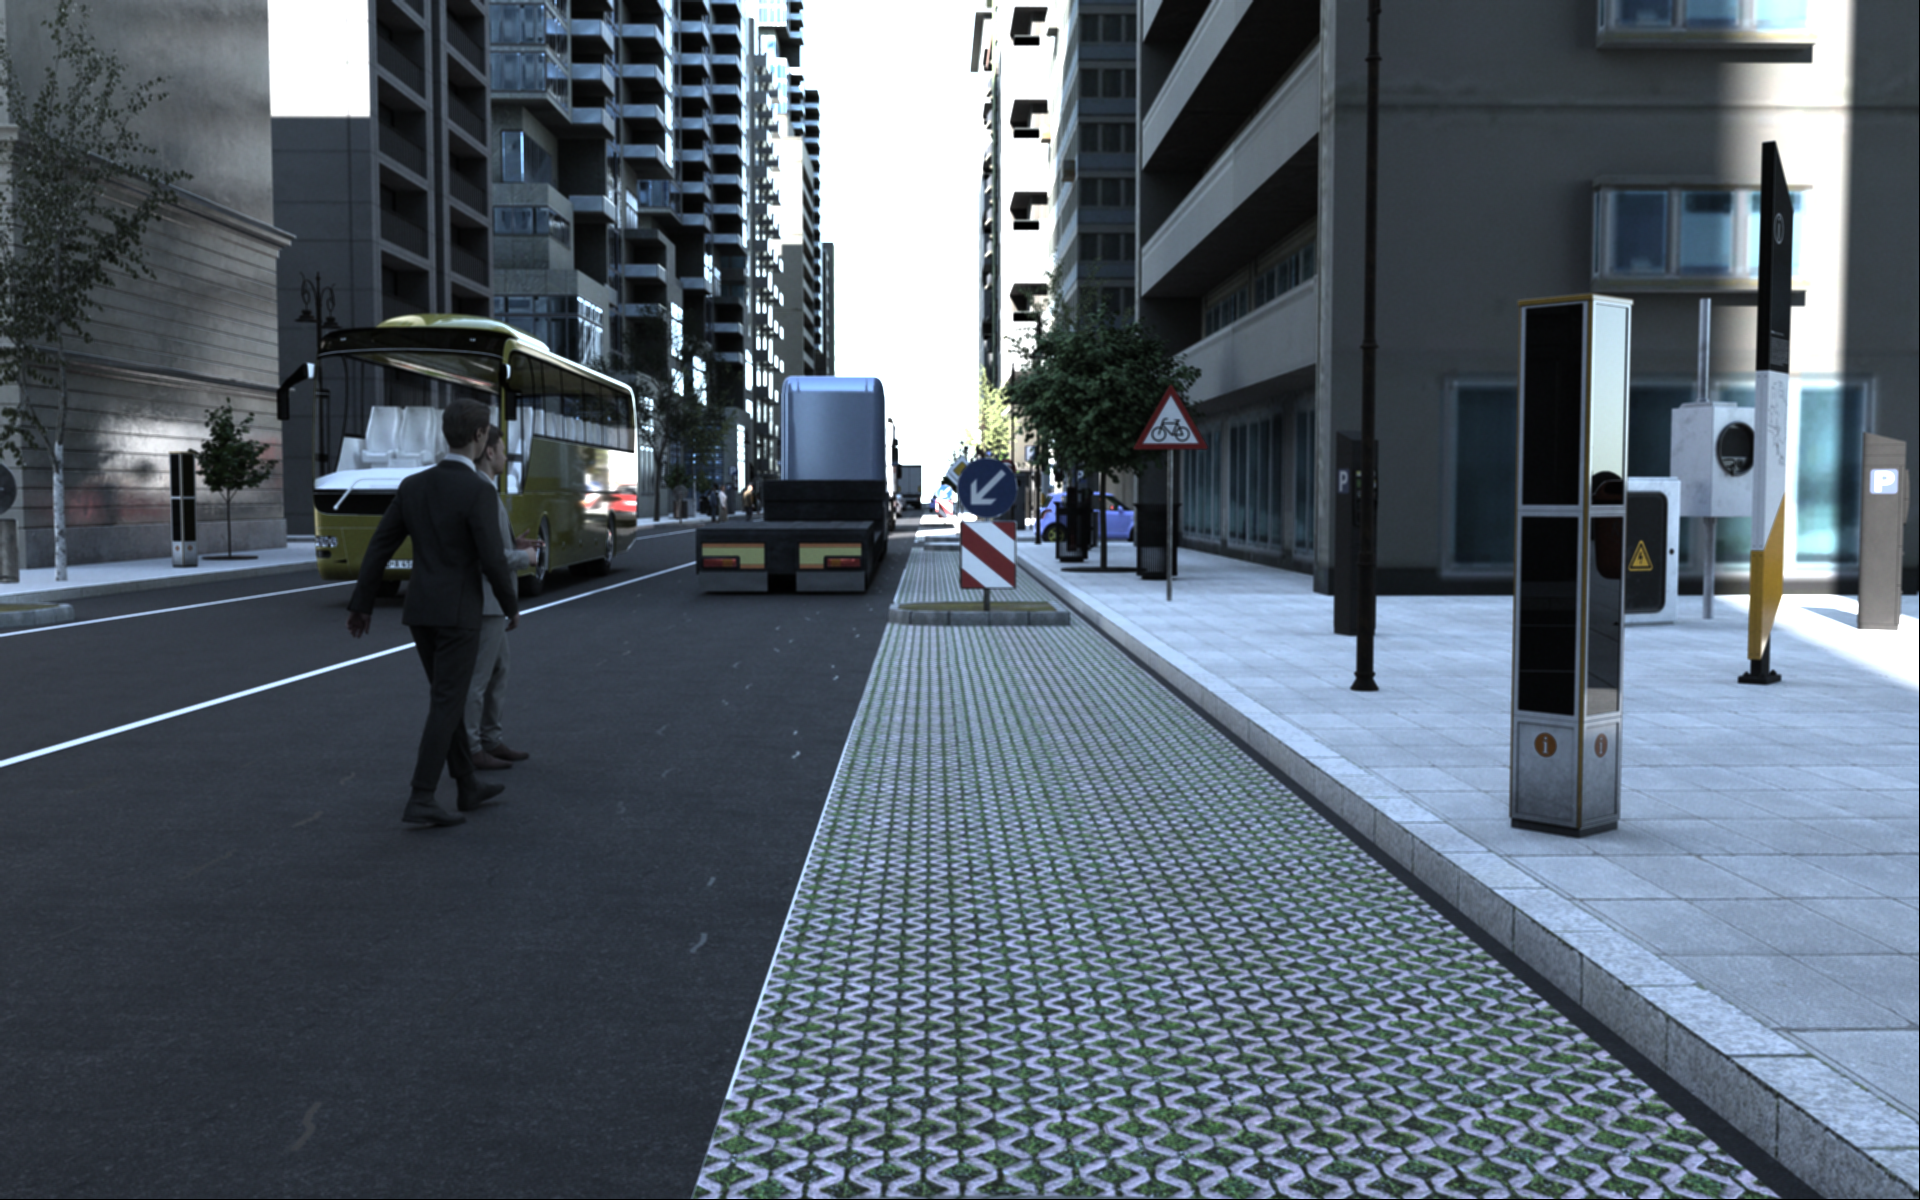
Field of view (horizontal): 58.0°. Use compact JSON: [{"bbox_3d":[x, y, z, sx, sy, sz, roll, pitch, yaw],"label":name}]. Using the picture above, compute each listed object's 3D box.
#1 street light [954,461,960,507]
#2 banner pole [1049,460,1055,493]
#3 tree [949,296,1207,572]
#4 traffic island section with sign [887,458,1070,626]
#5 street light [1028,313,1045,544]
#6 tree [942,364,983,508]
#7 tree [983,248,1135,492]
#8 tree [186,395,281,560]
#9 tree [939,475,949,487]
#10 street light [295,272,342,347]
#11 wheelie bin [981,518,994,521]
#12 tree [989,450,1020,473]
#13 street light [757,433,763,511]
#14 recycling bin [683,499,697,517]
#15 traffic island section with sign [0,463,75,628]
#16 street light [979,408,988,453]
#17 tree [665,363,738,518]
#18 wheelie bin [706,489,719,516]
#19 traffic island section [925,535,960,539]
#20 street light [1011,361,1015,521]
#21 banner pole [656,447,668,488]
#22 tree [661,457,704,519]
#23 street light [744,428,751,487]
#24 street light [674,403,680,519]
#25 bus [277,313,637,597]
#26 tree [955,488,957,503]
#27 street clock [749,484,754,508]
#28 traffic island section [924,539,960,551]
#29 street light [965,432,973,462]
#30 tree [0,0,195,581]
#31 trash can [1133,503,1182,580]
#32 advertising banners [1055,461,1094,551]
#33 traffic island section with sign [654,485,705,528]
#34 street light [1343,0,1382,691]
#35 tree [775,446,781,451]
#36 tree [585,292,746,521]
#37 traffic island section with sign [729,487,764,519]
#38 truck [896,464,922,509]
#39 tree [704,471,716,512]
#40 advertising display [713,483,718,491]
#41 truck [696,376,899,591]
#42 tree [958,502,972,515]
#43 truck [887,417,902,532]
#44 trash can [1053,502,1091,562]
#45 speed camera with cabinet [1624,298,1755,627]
[{"bbox_3d":[-0.068,-12.118,170.910,0.468,5.910,1.993,0,4,-1],"label":"street light"},{"bbox_3d":[5.074,-6.601,97.944,0.863,3.779,0.401,1,4,14],"label":"banner pole"},{"bbox_3d":[2.380,-2.768,28.977,4.285,4.588,4.351,0,3,0],"label":"tree"},{"bbox_3d":[0.180,-0.672,19.616,1.989,1.847,2.006,0,4,-1],"label":"traffic island section with sign"},{"bbox_3d":[2.004,-4.374,44.297,0.468,5.910,1.993,0,4,-1],"label":"street light"},{"bbox_3d":[1.624,-8.975,97.103,4.737,8.622,4.395,0,3,0],"label":"tree"},{"bbox_3d":[3.452,-6.271,52.901,4.737,8.622,4.395,0,3,0],"label":"tree"},{"bbox_3d":[-14.383,-2.411,34.023,1.663,3.219,1.824,0,3,0],"label":"tree"},{"bbox_3d":[-1.269,-16.324,250.606,4.285,4.588,4.351,0,3,0],"label":"tree"},{"bbox_3d":[-13.345,-3.877,36.178,0.468,5.910,1.993,0,4,-1],"label":"street light"},{"bbox_3d":[1.350,-4.500,81.487,0.980,1.594,0.693,0,4,3],"label":"wheelie bin"},{"bbox_3d":[1.927,-4.973,75.910,1.663,3.219,1.824,0,3,0],"label":"tree"},{"bbox_3d":[-14.909,-9.564,129.157,0.468,5.910,1.993,0,4,-1],"label":"street light"},{"bbox_3d":[-15.239,-5.203,97.629,0.722,1.027,0.722,0,4,-4],"label":"recycling bin"},{"bbox_3d":[-11.086,-0.649,19.243,1.989,1.847,2.006,0,4,-1],"label":"traffic island section with sign"},{"bbox_3d":[1.251,-7.364,93.193,0.468,5.910,1.993,0,4,-1],"label":"street light"},{"bbox_3d":[-14.271,-8.810,94.408,4.737,8.622,4.395,0,3,0],"label":"tree"},{"bbox_3d":[-14.319,-5.670,100.614,0.693,1.594,0.980,1,4,13],"label":"wheelie bin"},{"bbox_3d":[-0.058,-1.862,52.727,2.009,0.180,2.903,0,4,-1],"label":"traffic island section"},{"bbox_3d":[1.831,-5.342,60.126,0.468,5.910,1.993,0,4,-1],"label":"street light"},{"bbox_3d":[-15.819,-6.220,91.711,0.863,3.779,0.401,-3,5,-43],"label":"banner pole"},{"bbox_3d":[-14.575,-5.849,90.233,1.663,3.219,1.824,0,3,0],"label":"tree"},{"bbox_3d":[-14.896,-9.069,121.071,0.468,5.910,1.993,0,4,-1],"label":"street light"},{"bbox_3d":[-14.258,-7.007,87.349,0.468,5.910,1.993,0,4,-1],"label":"street light"},{"bbox_3d":[-7.216,-2.192,27.387,2.896,3.916,12.252,0,4,-3],"label":"bus"},{"bbox_3d":[-0.484,-16.139,258.478,1.663,3.219,1.824,0,3,0],"label":"tree"},{"bbox_3d":[-14.781,-7.228,122.753,0.358,2.002,0.471,-2,4,-33],"label":"street clock"},{"bbox_3d":[0.078,-1.374,44.743,2.009,0.180,2.903,0,4,-1],"label":"traffic island section"},{"bbox_3d":[0.828,-9.387,126.262,0.468,5.910,1.993,0,4,-1],"label":"street light"},{"bbox_3d":[-13.531,-4.584,25.314,4.360,8.622,3.978,0,3,0],"label":"tree"},{"bbox_3d":[2.959,-0.878,26.006,0.748,1.137,0.748,0,3,0],"label":"trash can"},{"bbox_3d":[2.534,-2.613,38.916,0.090,3.025,2.074,2,4,29],"label":"advertising banners"},{"bbox_3d":[-12.030,-4.031,74.543,1.989,1.847,2.006,0,4,-1],"label":"traffic island section with sign"},{"bbox_3d":[2.651,-2.348,11.171,0.468,5.910,1.993,0,4,-1],"label":"street light"},{"bbox_3d":[-16.844,-18.013,204.882,12.009,13.543,11.850,0,3,0],"label":"tree"},{"bbox_3d":[-14.240,-8.946,80.684,8.767,10.594,7.601,0,4,-7],"label":"tree"},{"bbox_3d":[-12.473,-5.680,101.494,1.989,1.847,2.006,0,4,-1],"label":"traffic island section with sign"},{"bbox_3d":[-5.013,-11.016,169.018,2.839,4.237,11.283,0,4,-2],"label":"truck"},{"bbox_3d":[-18.482,-7.877,123.385,1.663,3.219,1.824,0,3,0],"label":"tree"},{"bbox_3d":[-14.723,-6.073,104.506,0.123,1.923,0.974,-1,4,-19],"label":"advertising display"},{"bbox_3d":[-2.755,-2.690,33.748,2.967,4.110,18.799,0,4,-1],"label":"truck"},{"bbox_3d":[1.067,-6.872,106.953,1.663,3.219,1.824,0,3,0],"label":"tree"},{"bbox_3d":[-3.784,-4.868,68.508,2.839,4.237,11.283,0,4,-1],"label":"truck"},{"bbox_3d":[2.111,-1.286,32.686,0.748,1.137,0.748,0,3,0],"label":"trash can"},{"bbox_3d":[6.989,-1.397,17.173,2.038,3.252,0.660,-2,4,-24],"label":"speed camera with cabinet"}]
